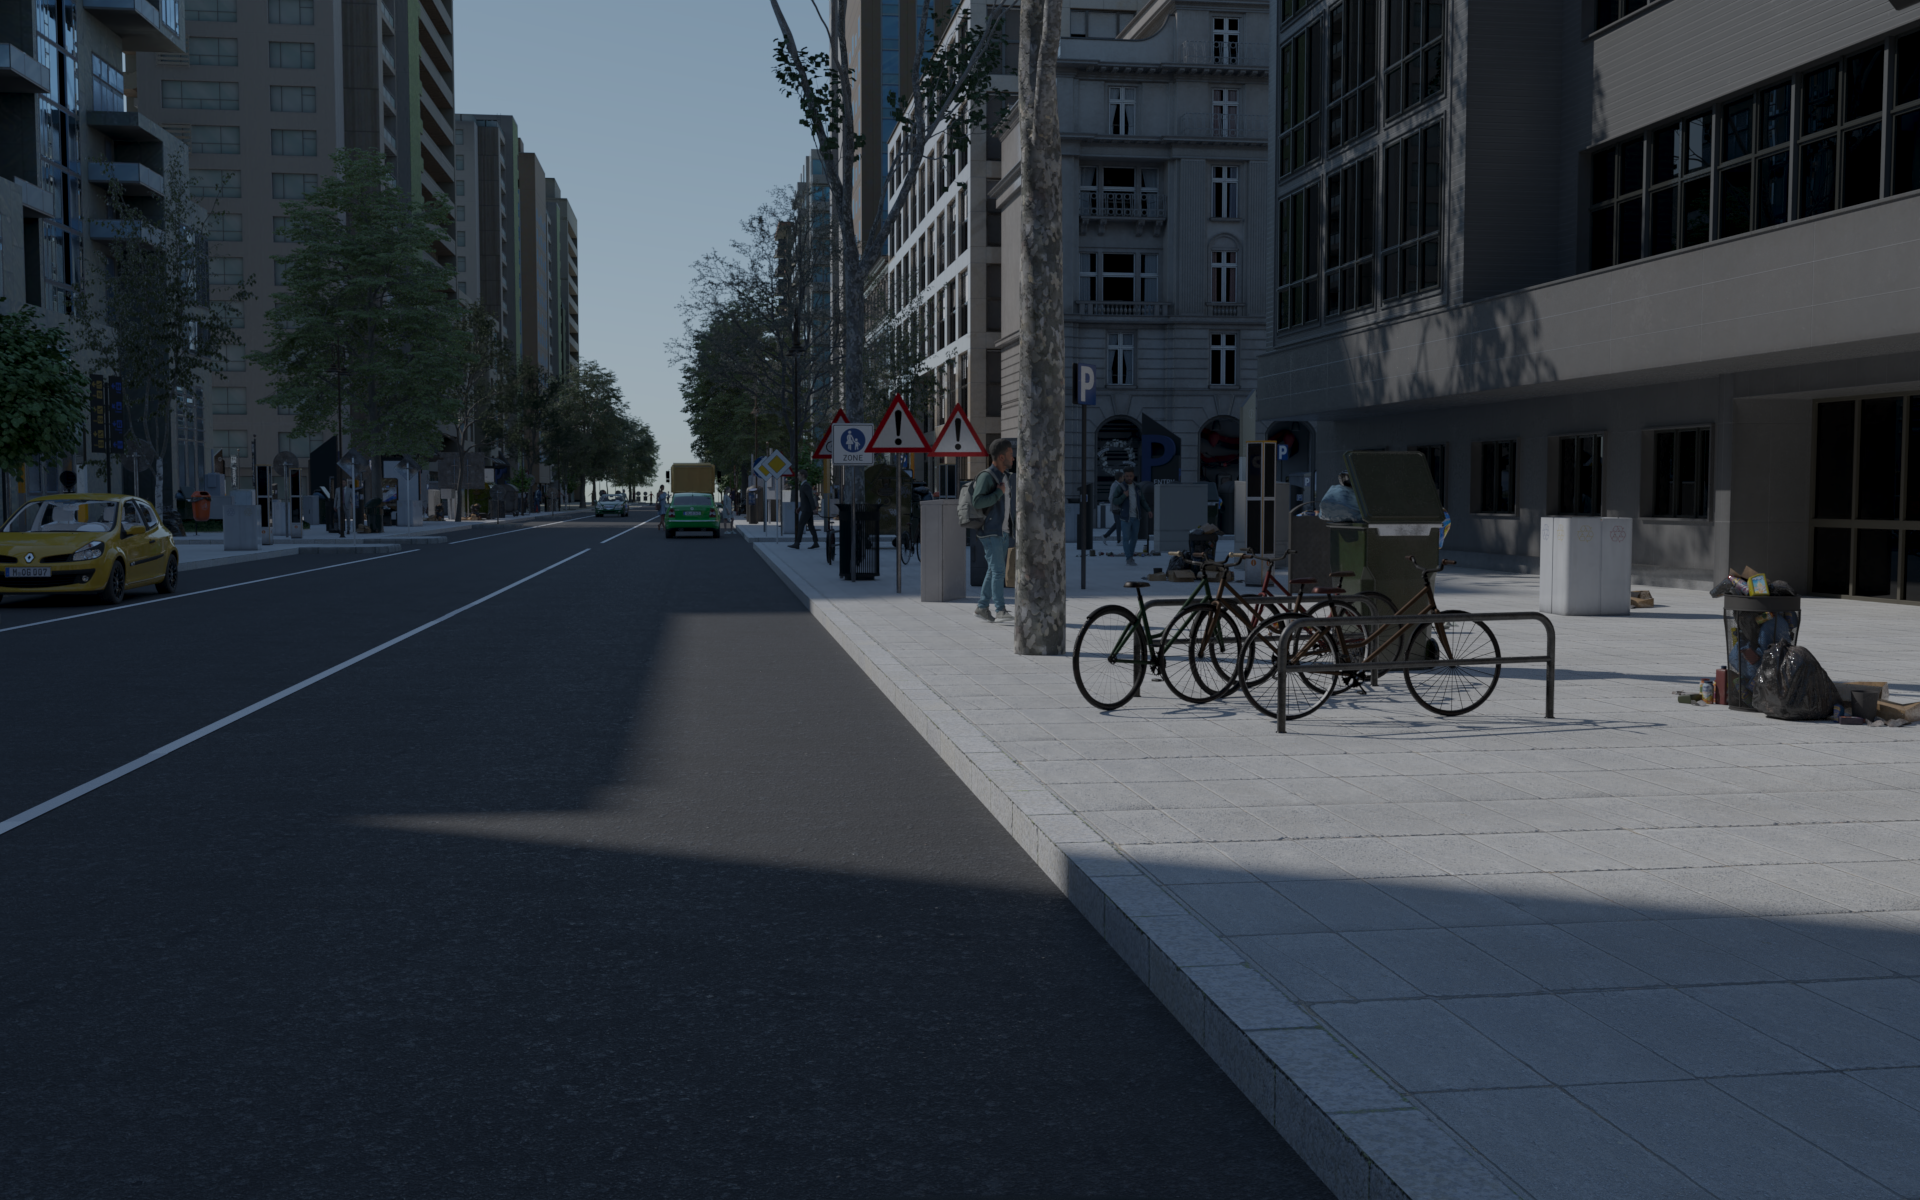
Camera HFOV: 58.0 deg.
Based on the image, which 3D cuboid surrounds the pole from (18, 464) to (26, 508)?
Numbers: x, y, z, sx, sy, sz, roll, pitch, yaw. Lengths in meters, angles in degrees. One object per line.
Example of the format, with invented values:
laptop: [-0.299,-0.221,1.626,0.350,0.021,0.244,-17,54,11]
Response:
pole: [-27.139,-3.440,50.084,0.158,3.312,0.155,0,3,0]

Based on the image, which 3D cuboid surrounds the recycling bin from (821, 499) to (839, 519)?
recycling bin: [-6.817,-4.804,91.104,0.722,1.027,0.722,-3,4,-37]

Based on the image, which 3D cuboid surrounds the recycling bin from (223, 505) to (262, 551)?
recycling bin: [-16.381,-1.651,39.545,0.722,1.027,0.722,-1,4,-14]

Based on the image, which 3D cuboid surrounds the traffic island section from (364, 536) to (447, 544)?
traffic island section: [-16.256,-1.755,50.980,2.009,0.180,2.903,-1,4,-8]

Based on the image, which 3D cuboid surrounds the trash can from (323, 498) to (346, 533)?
trash can: [-20.549,-2.773,56.984,0.748,1.137,0.748,0,3,0]

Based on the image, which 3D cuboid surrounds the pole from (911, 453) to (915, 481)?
pole: [-2.346,-5.623,85.786,0.158,3.312,0.155,0,3,0]

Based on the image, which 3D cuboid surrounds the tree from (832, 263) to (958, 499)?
tree: [-2.018,-6.449,55.803,4.360,8.622,3.978,0,3,0]

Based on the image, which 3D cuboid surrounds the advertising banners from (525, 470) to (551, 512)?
advertising banners: [-30.236,-7.805,123.795,2.074,3.025,0.090,-1,4,-10]

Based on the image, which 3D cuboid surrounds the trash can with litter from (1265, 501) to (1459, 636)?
trash can with litter: [3.773,-0.326,16.392,2.233,1.210,1.678,-1,4,-11]

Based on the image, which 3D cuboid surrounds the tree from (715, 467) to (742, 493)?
tree: [-25.454,-13.021,196.606,4.285,4.588,4.351,0,3,0]

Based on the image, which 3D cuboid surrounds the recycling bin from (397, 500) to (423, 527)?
recycling bin: [-21.748,-3.420,68.466,0.722,1.027,0.722,1,4,16]

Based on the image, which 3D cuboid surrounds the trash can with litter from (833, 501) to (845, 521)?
trash can with litter: [-5.587,-4.433,83.864,1.055,1.170,0.624,-1,4,-21]

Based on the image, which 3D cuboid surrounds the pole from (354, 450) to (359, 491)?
pole: [-27.997,-5.292,80.364,0.158,3.312,0.155,0,3,0]

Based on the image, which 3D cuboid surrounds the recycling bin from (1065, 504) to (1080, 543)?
recycling bin: [2.985,-2.042,45.947,0.722,1.027,0.722,0,4,-6]

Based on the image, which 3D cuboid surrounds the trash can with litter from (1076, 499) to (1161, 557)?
trash can with litter: [3.292,-1.521,35.927,2.233,1.210,1.678,-2,4,-24]

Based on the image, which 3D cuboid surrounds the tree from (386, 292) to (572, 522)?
tree: [-22.868,-8.889,79.751,7.601,10.594,8.767,0,4,0]

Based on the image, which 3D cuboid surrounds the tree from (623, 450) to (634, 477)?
tree: [-43.952,-17.125,214.411,7.601,10.594,8.767,-1,4,-17]

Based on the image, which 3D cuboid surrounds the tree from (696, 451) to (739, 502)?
tree: [-37.107,-20.372,267.487,7.601,10.594,8.767,1,4,13]

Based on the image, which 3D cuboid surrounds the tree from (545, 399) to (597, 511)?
tree: [-30.591,-11.302,135.152,4.360,8.622,3.978,0,3,0]

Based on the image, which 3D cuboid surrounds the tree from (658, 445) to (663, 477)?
tree: [-51.370,-22.182,269.322,9.857,13.997,8.962,0,3,0]

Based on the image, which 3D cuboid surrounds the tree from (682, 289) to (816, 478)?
tree: [-11.524,-10.840,95.353,7.486,12.596,7.792,0,3,0]

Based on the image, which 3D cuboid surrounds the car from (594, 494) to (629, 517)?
car: [-21.897,-5.944,108.982,2.131,1.459,4.920,0,4,-7]

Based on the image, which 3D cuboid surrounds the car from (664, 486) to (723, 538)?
car: [-8.873,-2.988,57.647,1.959,1.807,4.718,0,4,-8]

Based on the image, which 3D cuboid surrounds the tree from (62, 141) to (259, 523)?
tree: [-17.041,-5.280,36.693,4.360,8.622,3.978,0,3,0]

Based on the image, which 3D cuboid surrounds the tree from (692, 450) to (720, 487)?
tree: [-33.380,-20.150,246.452,9.611,12.733,9.660,0,3,0]

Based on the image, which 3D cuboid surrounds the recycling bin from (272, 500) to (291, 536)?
recycling bin: [-20.872,-2.511,53.605,0.722,1.027,0.722,3,4,39]

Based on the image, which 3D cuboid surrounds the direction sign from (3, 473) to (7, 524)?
direction sign: [-17.713,-2.451,32.067,0.379,3.537,0.876,1,4,21]

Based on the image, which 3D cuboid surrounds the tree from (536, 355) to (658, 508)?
tree: [-35.077,-15.547,160.853,9.857,13.997,8.962,0,3,0]

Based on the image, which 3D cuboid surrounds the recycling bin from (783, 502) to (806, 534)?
recycling bin: [-5.355,-2.635,55.642,0.722,1.027,0.722,-1,4,-14]

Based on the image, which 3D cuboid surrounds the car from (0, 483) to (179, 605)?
car: [-11.971,-0.814,23.533,2.015,1.641,3.980,-1,4,-10]

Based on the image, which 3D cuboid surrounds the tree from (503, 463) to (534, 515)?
tree: [-26.386,-6.718,104.444,1.663,3.219,1.824,0,3,0]

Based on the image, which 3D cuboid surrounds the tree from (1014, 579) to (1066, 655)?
tree: [-0.816,-9.646,13.604,12.611,20.169,13.585,0,3,0]

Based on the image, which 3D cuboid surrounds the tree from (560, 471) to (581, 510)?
tree: [-31.891,-8.948,140.907,1.663,3.219,1.824,0,3,0]

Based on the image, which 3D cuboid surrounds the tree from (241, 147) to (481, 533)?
tree: [-19.747,-8.531,57.603,7.486,12.596,7.792,0,3,0]

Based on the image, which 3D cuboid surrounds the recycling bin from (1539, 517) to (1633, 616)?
recycling bin: [6.692,-0.366,18.542,0.722,1.027,0.722,0,4,-5]

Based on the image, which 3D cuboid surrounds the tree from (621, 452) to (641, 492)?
tree: [-49.139,-18.522,253.202,4.737,8.622,4.395,0,3,0]

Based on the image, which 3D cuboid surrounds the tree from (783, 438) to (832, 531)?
tree: [-5.496,-4.032,60.518,1.663,3.219,1.824,0,3,0]

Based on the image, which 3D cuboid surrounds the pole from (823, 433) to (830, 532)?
pole: [-4.484,-3.943,58.312,0.158,3.312,0.155,0,3,0]

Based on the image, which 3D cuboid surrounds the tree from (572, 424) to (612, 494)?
tree: [-29.289,-11.166,116.972,8.767,10.594,7.601,2,4,31]

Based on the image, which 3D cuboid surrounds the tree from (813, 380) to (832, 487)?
tree: [-4.905,-8.390,87.547,4.360,8.622,3.978,0,3,0]

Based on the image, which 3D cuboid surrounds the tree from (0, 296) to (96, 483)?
tree: [-15.124,-2.641,26.896,4.285,4.588,4.351,0,3,0]

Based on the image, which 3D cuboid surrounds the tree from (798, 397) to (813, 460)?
tree: [-8.231,-9.718,109.247,4.360,8.622,3.978,0,3,0]

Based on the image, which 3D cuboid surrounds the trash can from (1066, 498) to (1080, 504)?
trash can: [4.037,-2.948,59.857,0.748,1.137,0.748,0,3,0]

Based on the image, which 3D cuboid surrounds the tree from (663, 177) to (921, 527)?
tree: [-6.453,-9.607,67.441,12.009,13.543,11.850,0,3,0]

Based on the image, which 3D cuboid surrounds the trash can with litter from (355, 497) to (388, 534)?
trash can with litter: [-19.167,-2.751,56.370,0.624,1.170,1.055,1,4,17]

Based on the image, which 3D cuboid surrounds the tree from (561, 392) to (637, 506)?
tree: [-40.050,-16.647,189.194,9.611,12.733,9.660,0,3,0]

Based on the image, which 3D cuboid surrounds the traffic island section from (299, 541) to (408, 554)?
traffic island section: [-15.091,-1.272,43.080,2.009,0.180,2.903,-1,4,-8]

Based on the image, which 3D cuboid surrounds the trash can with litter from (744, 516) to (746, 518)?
trash can with litter: [-10.548,-4.747,88.998,1.055,1.170,0.624,-2,4,-24]

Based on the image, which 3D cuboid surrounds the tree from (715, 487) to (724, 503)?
tree: [-35.239,-16.000,256.207,1.663,3.219,1.824,0,3,0]

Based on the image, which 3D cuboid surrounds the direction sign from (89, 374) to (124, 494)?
direction sign: [-16.262,-2.513,33.078,0.379,3.537,0.876,1,4,11]

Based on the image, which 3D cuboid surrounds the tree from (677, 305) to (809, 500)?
tree: [-14.360,-12.803,115.979,9.857,13.997,8.962,0,3,0]

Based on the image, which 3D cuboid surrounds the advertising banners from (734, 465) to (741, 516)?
advertising banners: [-13.267,-6.534,103.018,0.090,3.025,2.074,-1,4,-16]
